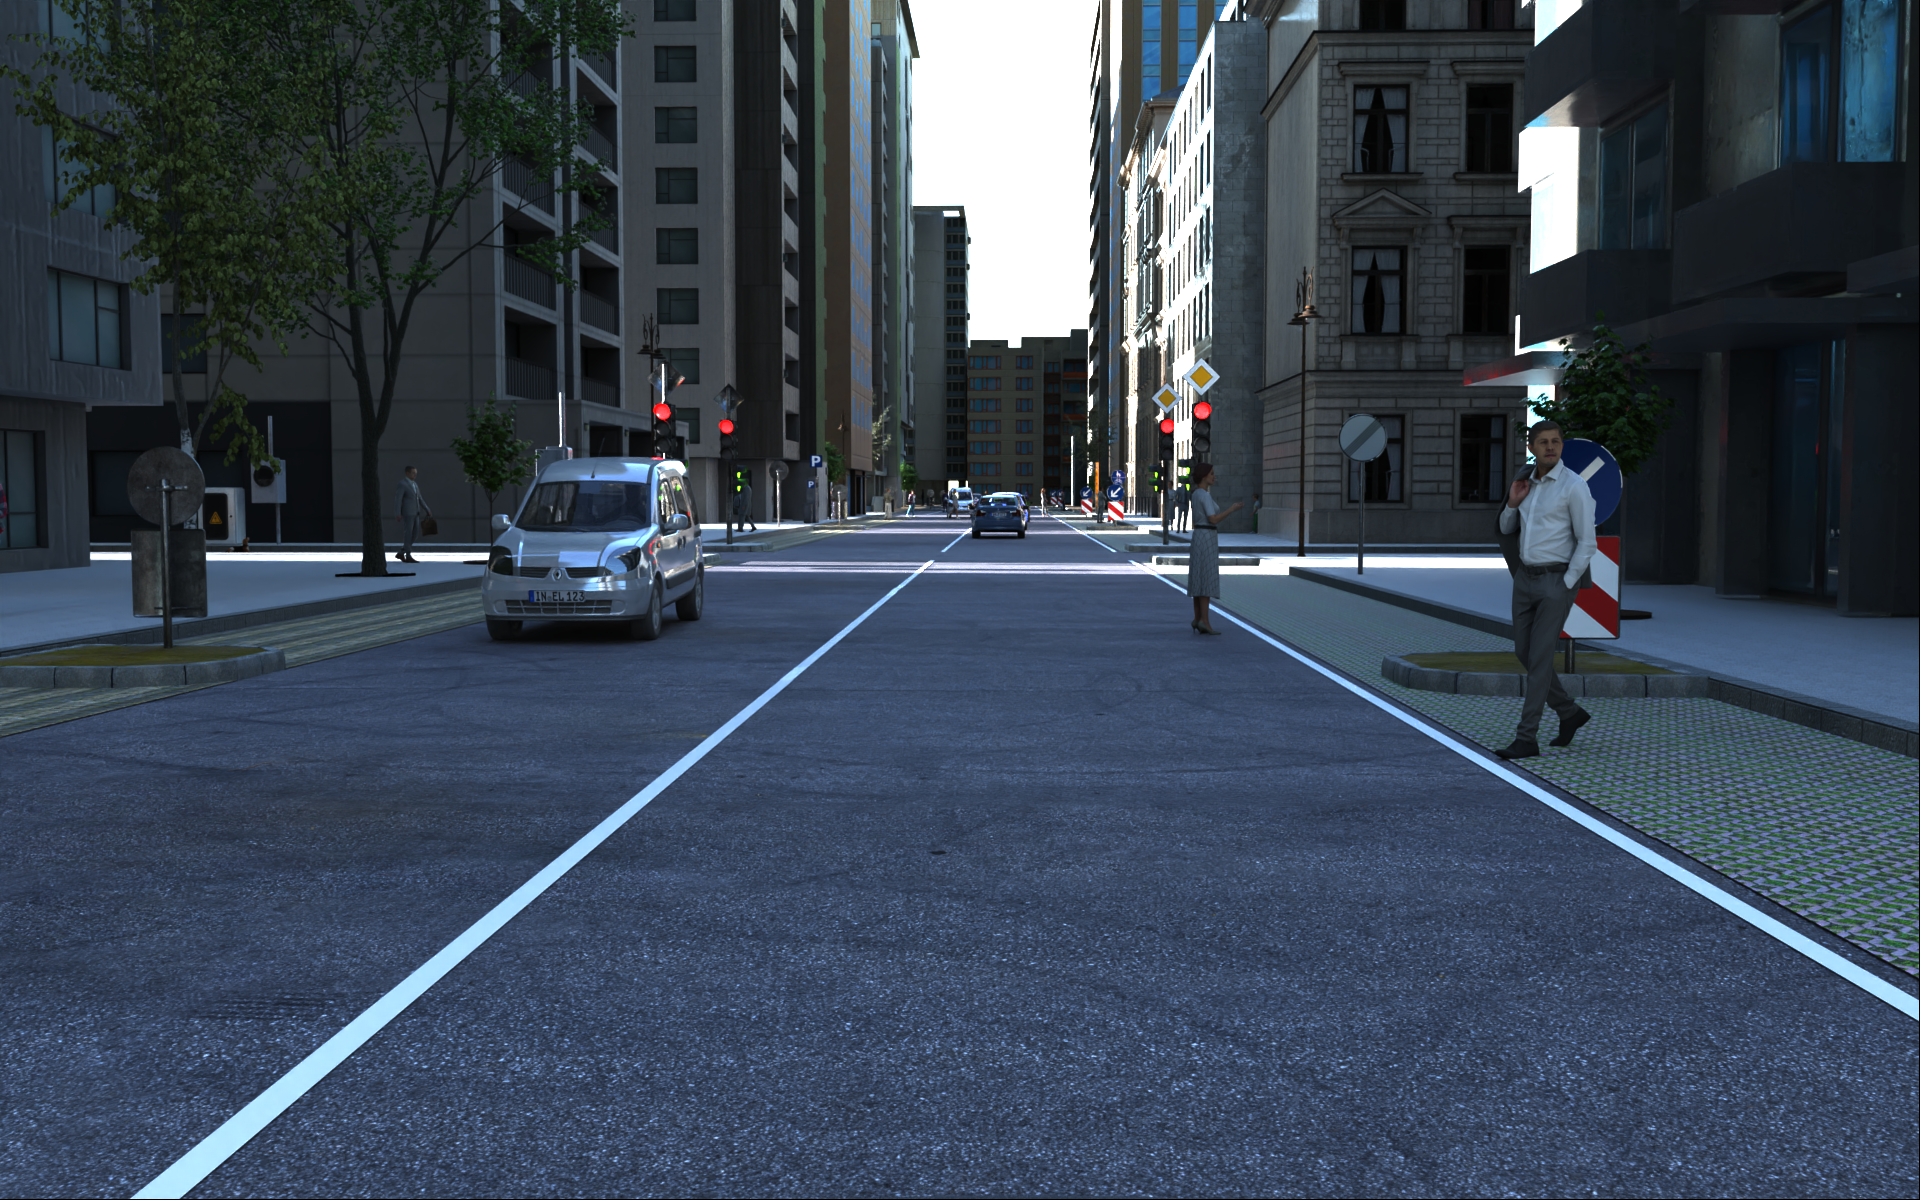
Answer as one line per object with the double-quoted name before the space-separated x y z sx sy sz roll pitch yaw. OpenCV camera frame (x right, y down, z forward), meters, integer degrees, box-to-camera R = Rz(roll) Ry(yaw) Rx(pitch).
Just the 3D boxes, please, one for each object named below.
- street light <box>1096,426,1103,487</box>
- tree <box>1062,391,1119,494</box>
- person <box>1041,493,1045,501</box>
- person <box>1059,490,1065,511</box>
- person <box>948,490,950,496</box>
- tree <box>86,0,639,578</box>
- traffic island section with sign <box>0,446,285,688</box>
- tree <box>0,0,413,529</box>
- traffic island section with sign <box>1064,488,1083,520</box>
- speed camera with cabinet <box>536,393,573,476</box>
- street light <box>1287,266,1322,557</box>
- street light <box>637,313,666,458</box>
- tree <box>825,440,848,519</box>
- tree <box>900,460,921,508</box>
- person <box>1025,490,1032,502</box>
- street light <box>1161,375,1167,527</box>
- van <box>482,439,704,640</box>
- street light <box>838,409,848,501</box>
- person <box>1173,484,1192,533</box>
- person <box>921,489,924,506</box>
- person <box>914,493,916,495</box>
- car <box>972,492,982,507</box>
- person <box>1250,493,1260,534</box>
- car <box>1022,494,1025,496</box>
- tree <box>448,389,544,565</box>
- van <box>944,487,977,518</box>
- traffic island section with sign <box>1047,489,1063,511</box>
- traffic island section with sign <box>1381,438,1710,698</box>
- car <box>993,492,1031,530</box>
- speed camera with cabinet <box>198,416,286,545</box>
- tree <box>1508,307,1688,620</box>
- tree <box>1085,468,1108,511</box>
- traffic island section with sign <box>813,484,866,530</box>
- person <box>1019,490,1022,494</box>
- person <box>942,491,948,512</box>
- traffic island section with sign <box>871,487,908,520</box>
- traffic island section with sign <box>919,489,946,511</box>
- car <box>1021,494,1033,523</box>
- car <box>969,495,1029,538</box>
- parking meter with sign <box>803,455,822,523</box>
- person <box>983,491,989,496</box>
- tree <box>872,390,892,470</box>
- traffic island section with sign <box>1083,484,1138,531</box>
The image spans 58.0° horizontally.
"street light" 9.517 -8.894 118.208 0.468 5.910 1.993 0 4 2
"tree" 9.465 -10.549 122.838 4.360 8.622 3.978 0 3 0
"person" 9.045 -10.954 188.404 0.445 1.727 0.742 0 4 0
"person" 8.394 -8.229 143.569 0.750 1.759 0.617 1 4 17
"person" -0.784 -8.133 142.212 0.721 1.736 1.217 -3 5 -44
"tree" -9.047 -6.179 26.784 9.928 11.665 9.643 0 3 0
"traffic island section with sign" -6.513 -0.308 13.661 1.989 1.847 2.006 0 4 2
"tree" -8.763 -4.264 20.077 4.737 8.622 4.395 0 3 0
"traffic island section with sign" 6.833 -5.307 95.397 1.989 1.847 2.006 0 4 2
"speed camera with cabinet" -7.935 -2.463 34.600 0.660 3.252 2.038 0 4 1
"street light" 7.002 -3.826 35.346 0.468 5.910 1.993 0 4 2
"street light" -7.877 -4.379 44.385 0.468 5.910 1.993 0 4 2
"tree" -7.604 -6.553 90.852 4.285 4.588 4.351 0 3 0
"tree" -5.215 -11.044 164.284 4.285 4.588 4.351 0 3 0
"person" 6.090 -8.960 154.860 0.599 1.838 0.709 0 4 -4
"street light" 7.946 -5.796 67.550 0.468 5.910 1.993 0 4 2
"van" -3.785 -0.692 18.320 2.013 2.044 4.112 0 4 0
"street light" -6.368 -7.458 94.725 0.468 5.910 1.993 0 4 2
"person" 7.344 -3.105 56.904 0.635 1.810 0.391 -1 4 -20
"person" -4.124 -11.303 190.875 0.705 1.821 1.348 1 4 8
"person" -4.571 -9.904 171.204 0.599 1.433 0.991 -1 4 -20
"car" 1.147 -8.346 145.490 2.155 1.783 4.494 0 4 3
"person" 9.655 -2.805 56.156 0.590 1.304 0.306 -1 4 -11
"car" 5.557 -9.377 165.311 2.014 1.417 4.499 0 3 0
"tree" -8.511 -2.283 31.925 1.663 3.219 1.824 0 3 0
"van" 0.043 -5.946 104.228 2.013 2.044 4.112 0 4 0
"traffic island section with sign" 8.382 -8.376 145.573 1.989 1.847 2.006 0 4 2
"traffic island section with sign" 4.285 -0.272 13.074 1.989 1.847 2.006 0 4 2
"car" 1.875 -3.667 69.540 1.945 1.707 3.694 0 4 2
"speed camera with cabinet" -18.145 -3.021 43.735 2.038 3.252 0.660 0 4 1
"tree" 6.577 -1.438 18.119 1.663 3.219 1.824 0 3 0
"tree" 10.105 -8.249 129.474 1.663 3.219 1.824 0 3 0
"traffic island section with sign" -4.798 -3.728 69.576 1.989 1.847 2.006 0 4 2
"person" 6.159 -10.362 177.934 1.348 1.821 0.705 2 4 34
"person" -1.163 -7.792 136.812 0.541 1.710 0.530 -1 4 -11
"traffic island section with sign" -3.944 -5.403 96.967 1.989 1.847 2.006 0 4 2
"traffic island section with sign" -2.430 -8.402 145.994 1.989 1.847 2.006 0 4 2
"car" 2.702 -4.815 88.508 2.009 1.686 4.222 0 4 3
"car" 1.282 -2.771 57.314 2.014 1.417 4.499 0 4 2
"parking meter with sign" -6.543 -4.916 76.632 0.543 3.016 1.738 0 4 8
"person" 2.446 -9.364 162.123 1.217 1.766 0.721 0 4 1
"tree" -6.705 -9.988 113.659 4.360 8.622 3.978 0 3 0
"traffic island section with sign" 6.001 -3.659 68.454 1.989 1.847 2.006 0 4 2
